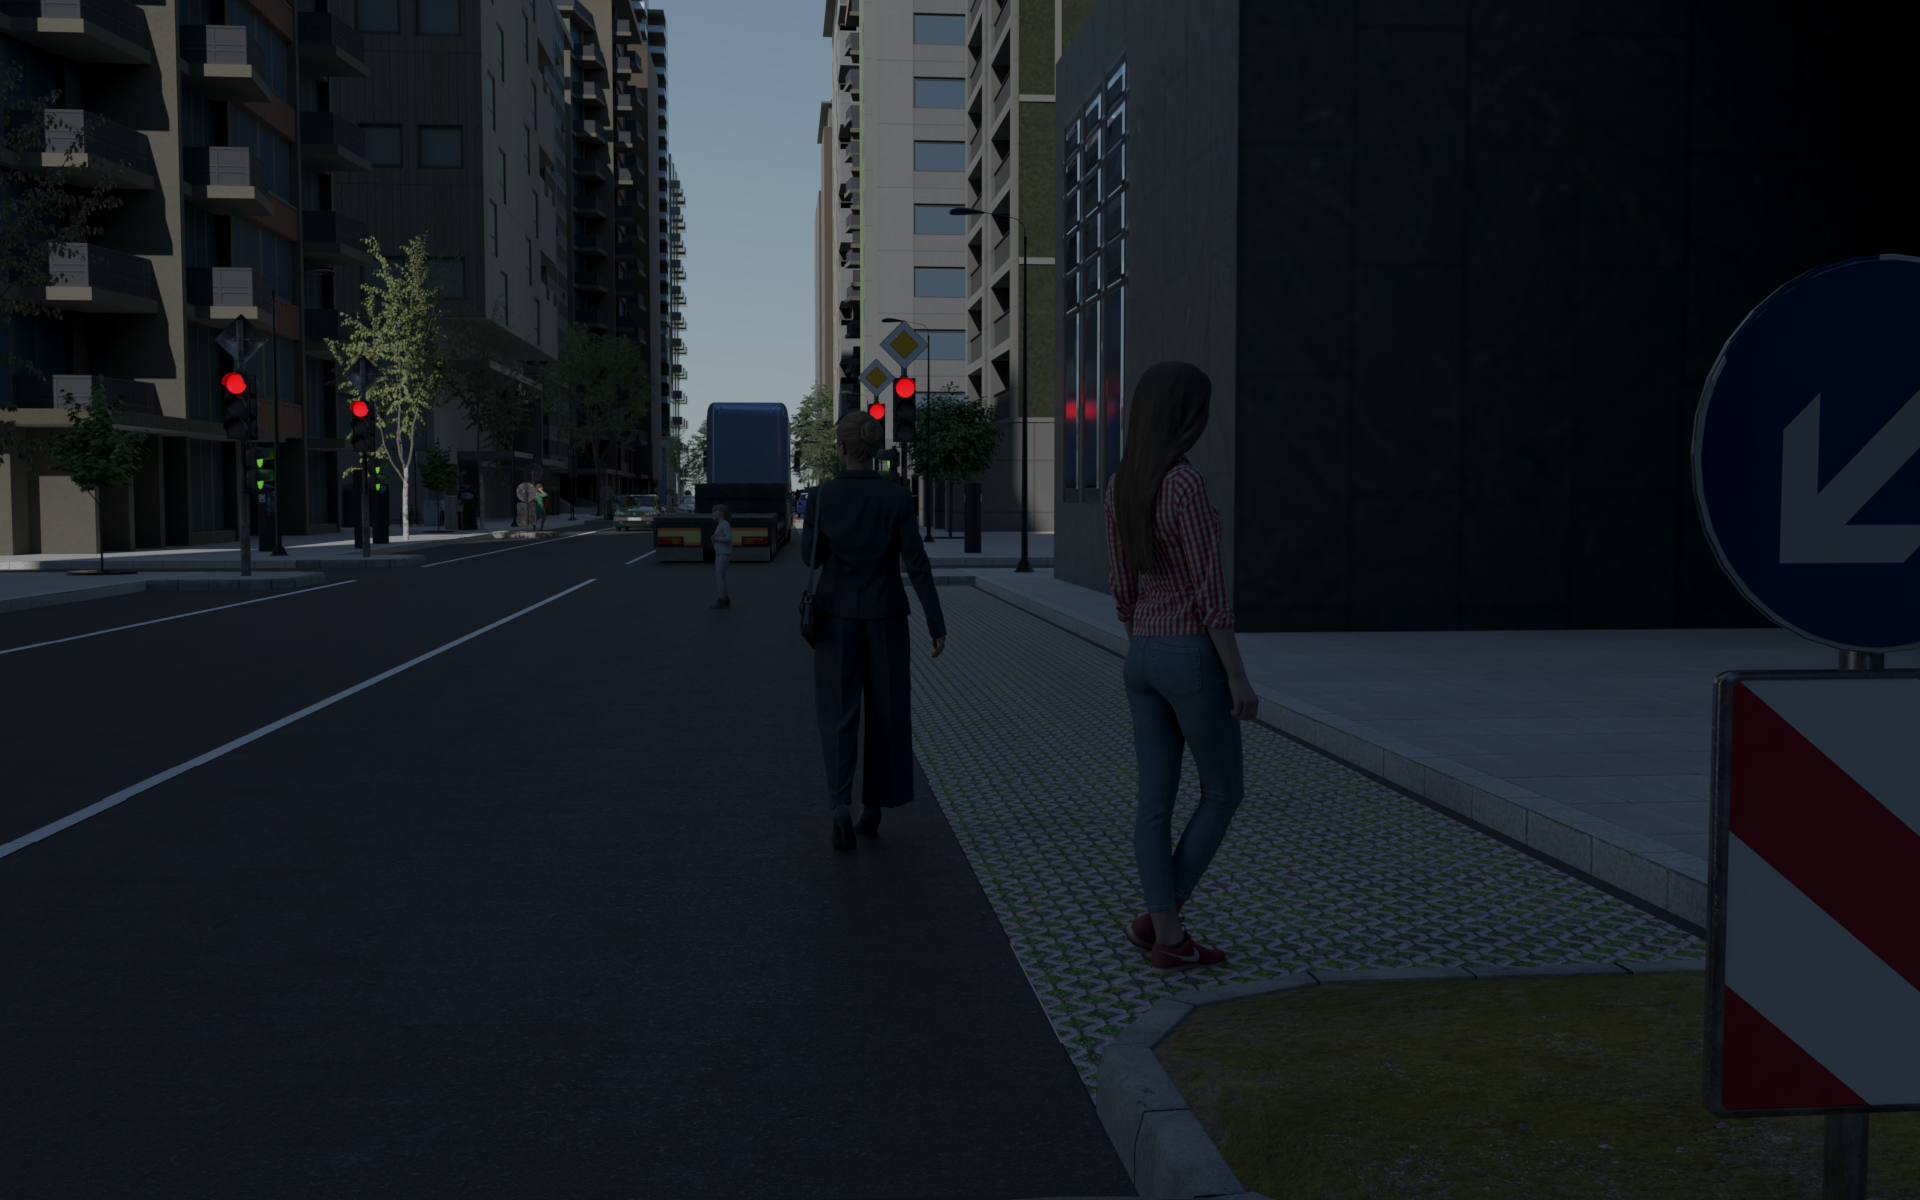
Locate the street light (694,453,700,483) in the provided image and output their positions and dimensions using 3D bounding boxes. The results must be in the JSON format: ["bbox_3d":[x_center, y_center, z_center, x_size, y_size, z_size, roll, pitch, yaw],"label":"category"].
[{"bbox_3d":[-30.098,-13.518,193.566,1.470,5.913,1.316,0,4,-6],"label":"street light"}]

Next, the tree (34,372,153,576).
[{"bbox_3d":[-13.644,-2.017,27.580,1.663,3.219,1.824,0,3,0],"label":"tree"}]

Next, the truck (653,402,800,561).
[{"bbox_3d":[-5.789,-3.376,44.955,2.967,4.110,18.799,0,4,-4],"label":"truck"}]

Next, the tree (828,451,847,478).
[{"bbox_3d":[-7.056,-7.987,114.298,4.285,4.588,4.351,0,3,0],"label":"tree"}]

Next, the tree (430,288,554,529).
[{"bbox_3d":[-17.096,-6.865,62.603,4.360,8.622,3.978,0,3,0],"label":"tree"}]

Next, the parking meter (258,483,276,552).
[{"bbox_3d":[-15.452,-1.848,38.620,0.372,1.533,0.369,0,3,0],"label":"parking meter"}]

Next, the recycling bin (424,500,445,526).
[{"bbox_3d":[-21.203,-3.512,69.972,0.722,1.027,0.722,0,4,0],"label":"recycling bin"}]

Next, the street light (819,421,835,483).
[{"bbox_3d":[-8.031,-8.414,110.109,1.470,5.913,1.316,0,4,-6],"label":"street light"}]

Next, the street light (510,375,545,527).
[{"bbox_3d":[-16.889,-5.817,67.646,1.470,5.913,1.316,0,4,-6],"label":"street light"}]

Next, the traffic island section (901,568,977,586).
[{"bbox_3d":[-0.884,-0.365,28.251,2.009,0.180,2.903,0,4,-6],"label":"traffic island section"}]

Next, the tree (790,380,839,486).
[{"bbox_3d":[-15.093,-17.645,195.150,9.857,13.997,8.962,0,3,0],"label":"tree"}]

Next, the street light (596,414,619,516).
[{"bbox_3d":[-20.347,-7.788,99.883,1.470,5.913,1.316,0,4,-6],"label":"street light"}]

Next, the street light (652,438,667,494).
[{"bbox_3d":[-24.895,-10.445,143.311,1.470,5.913,1.316,0,4,-6],"label":"street light"}]

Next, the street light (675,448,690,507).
[{"bbox_3d":[-28.181,-12.387,175.073,1.470,5.913,1.316,0,4,-6],"label":"street light"}]

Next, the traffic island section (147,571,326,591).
[{"bbox_3d":[-11.220,-0.300,27.179,2.009,0.180,2.903,0,4,-6],"label":"traffic island section"}]

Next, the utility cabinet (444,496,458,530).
[{"bbox_3d":[-18.228,-3.161,62.838,0.306,1.237,1.020,2,4,28],"label":"utility cabinet"}]

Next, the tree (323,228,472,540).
[{"bbox_3d":[-15.557,-5.988,48.265,4.737,8.622,4.395,0,3,0],"label":"tree"}]

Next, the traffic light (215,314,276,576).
[{"bbox_3d":[-11.179,-2.332,27.048,0.839,4.253,0.868,0,4,-6],"label":"traffic light"}]

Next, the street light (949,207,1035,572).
[{"bbox_3d":[0.523,-3.409,28.271,1.470,5.913,1.316,0,4,-6],"label":"street light"}]

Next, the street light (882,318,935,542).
[{"bbox_3d":[-1.370,-4.485,45.876,1.470,5.913,1.316,0,4,-6],"label":"street light"}]

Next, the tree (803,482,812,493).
[{"bbox_3d":[-20.451,-14.618,233.606,1.663,3.219,1.824,0,3,0],"label":"tree"}]

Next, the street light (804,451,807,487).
[{"bbox_3d":[-16.005,-13.089,186.542,1.470,5.913,1.316,0,4,-6],"label":"street light"}]

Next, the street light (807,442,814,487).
[{"bbox_3d":[-12.664,-11.122,154.383,1.470,5.913,1.316,0,4,-6],"label":"street light"}]

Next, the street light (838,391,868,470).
[{"bbox_3d":[-4.714,-6.472,78.351,1.470,5.913,1.316,0,4,-6],"label":"street light"}]

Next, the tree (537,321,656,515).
[{"bbox_3d":[-22.121,-10.983,105.331,9.928,11.665,9.643,0,3,0],"label":"tree"}]

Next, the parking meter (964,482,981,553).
[{"bbox_3d":[0.279,-1.790,37.684,0.372,1.533,0.369,0,3,0],"label":"parking meter"}]

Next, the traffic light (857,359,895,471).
[{"bbox_3d":[-1.756,-2.884,36.075,0.839,4.253,0.868,0,4,-6],"label":"traffic light"}]

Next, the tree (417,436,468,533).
[{"bbox_3d":[-17.291,-3.866,57.817,1.663,3.219,1.824,0,3,0],"label":"tree"}]

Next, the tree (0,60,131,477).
[{"bbox_3d":[-13.187,-4.380,21.978,4.360,8.622,3.978,0,3,0],"label":"tree"}]

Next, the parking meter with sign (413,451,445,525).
[{"bbox_3d":[-21.428,-4.566,70.914,1.738,3.016,0.543,-1,4,-13],"label":"parking meter with sign"}]

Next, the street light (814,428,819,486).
[{"bbox_3d":[-9.421,-9.179,122.617,1.470,5.913,1.316,0,4,-6],"label":"street light"}]

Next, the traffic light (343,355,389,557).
[{"bbox_3d":[-12.010,-2.818,34.990,0.839,4.253,0.868,0,4,-6],"label":"traffic light"}]

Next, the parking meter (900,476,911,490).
[{"bbox_3d":[-1.844,-3.170,57.546,0.255,1.863,0.399,3,4,39],"label":"parking meter"}]

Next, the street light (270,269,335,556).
[{"bbox_3d":[-13.613,-3.874,35.883,1.470,5.913,1.316,0,4,-6],"label":"street light"}]

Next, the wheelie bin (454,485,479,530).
[{"bbox_3d":[-17.487,-3.271,61.396,0.693,1.594,0.980,-3,5,-44],"label":"wheelie bin"}]

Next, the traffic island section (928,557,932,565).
[{"bbox_3d":[-1.715,-0.851,36.193,2.009,0.180,2.903,0,4,-6],"label":"traffic island section"}]

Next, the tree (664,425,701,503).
[{"bbox_3d":[-29.912,-14.371,185.333,4.737,8.622,4.395,0,3,0],"label":"tree"}]

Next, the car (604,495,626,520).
[{"bbox_3d":[-17.608,-4.806,90.579,2.014,1.417,4.499,0,4,-7],"label":"car"}]

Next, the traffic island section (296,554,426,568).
[{"bbox_3d":[-12.051,-0.785,35.121,2.009,0.180,2.903,0,4,-6],"label":"traffic island section"}]

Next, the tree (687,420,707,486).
[{"bbox_3d":[-37.639,-21.046,262.229,7.486,12.596,7.792,0,3,0],"label":"tree"}]

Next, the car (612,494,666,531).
[{"bbox_3d":[-12.574,-3.565,68.077,2.009,1.686,4.222,0,4,-4],"label":"car"}]

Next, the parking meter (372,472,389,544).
[{"bbox_3d":[-14.898,-2.374,44.524,0.255,1.863,0.399,2,4,27],"label":"parking meter"}]

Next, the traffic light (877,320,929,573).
[{"bbox_3d":[-0.925,-2.398,28.133,0.839,4.253,0.868,0,4,-6],"label":"traffic light"}]

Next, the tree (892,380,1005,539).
[{"bbox_3d":[-0.348,-4.059,50.078,4.285,4.588,4.351,0,3,0],"label":"tree"}]

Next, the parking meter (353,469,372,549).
[{"bbox_3d":[-14.092,-2.142,40.735,0.255,1.863,0.399,0,4,-6],"label":"parking meter"}]
